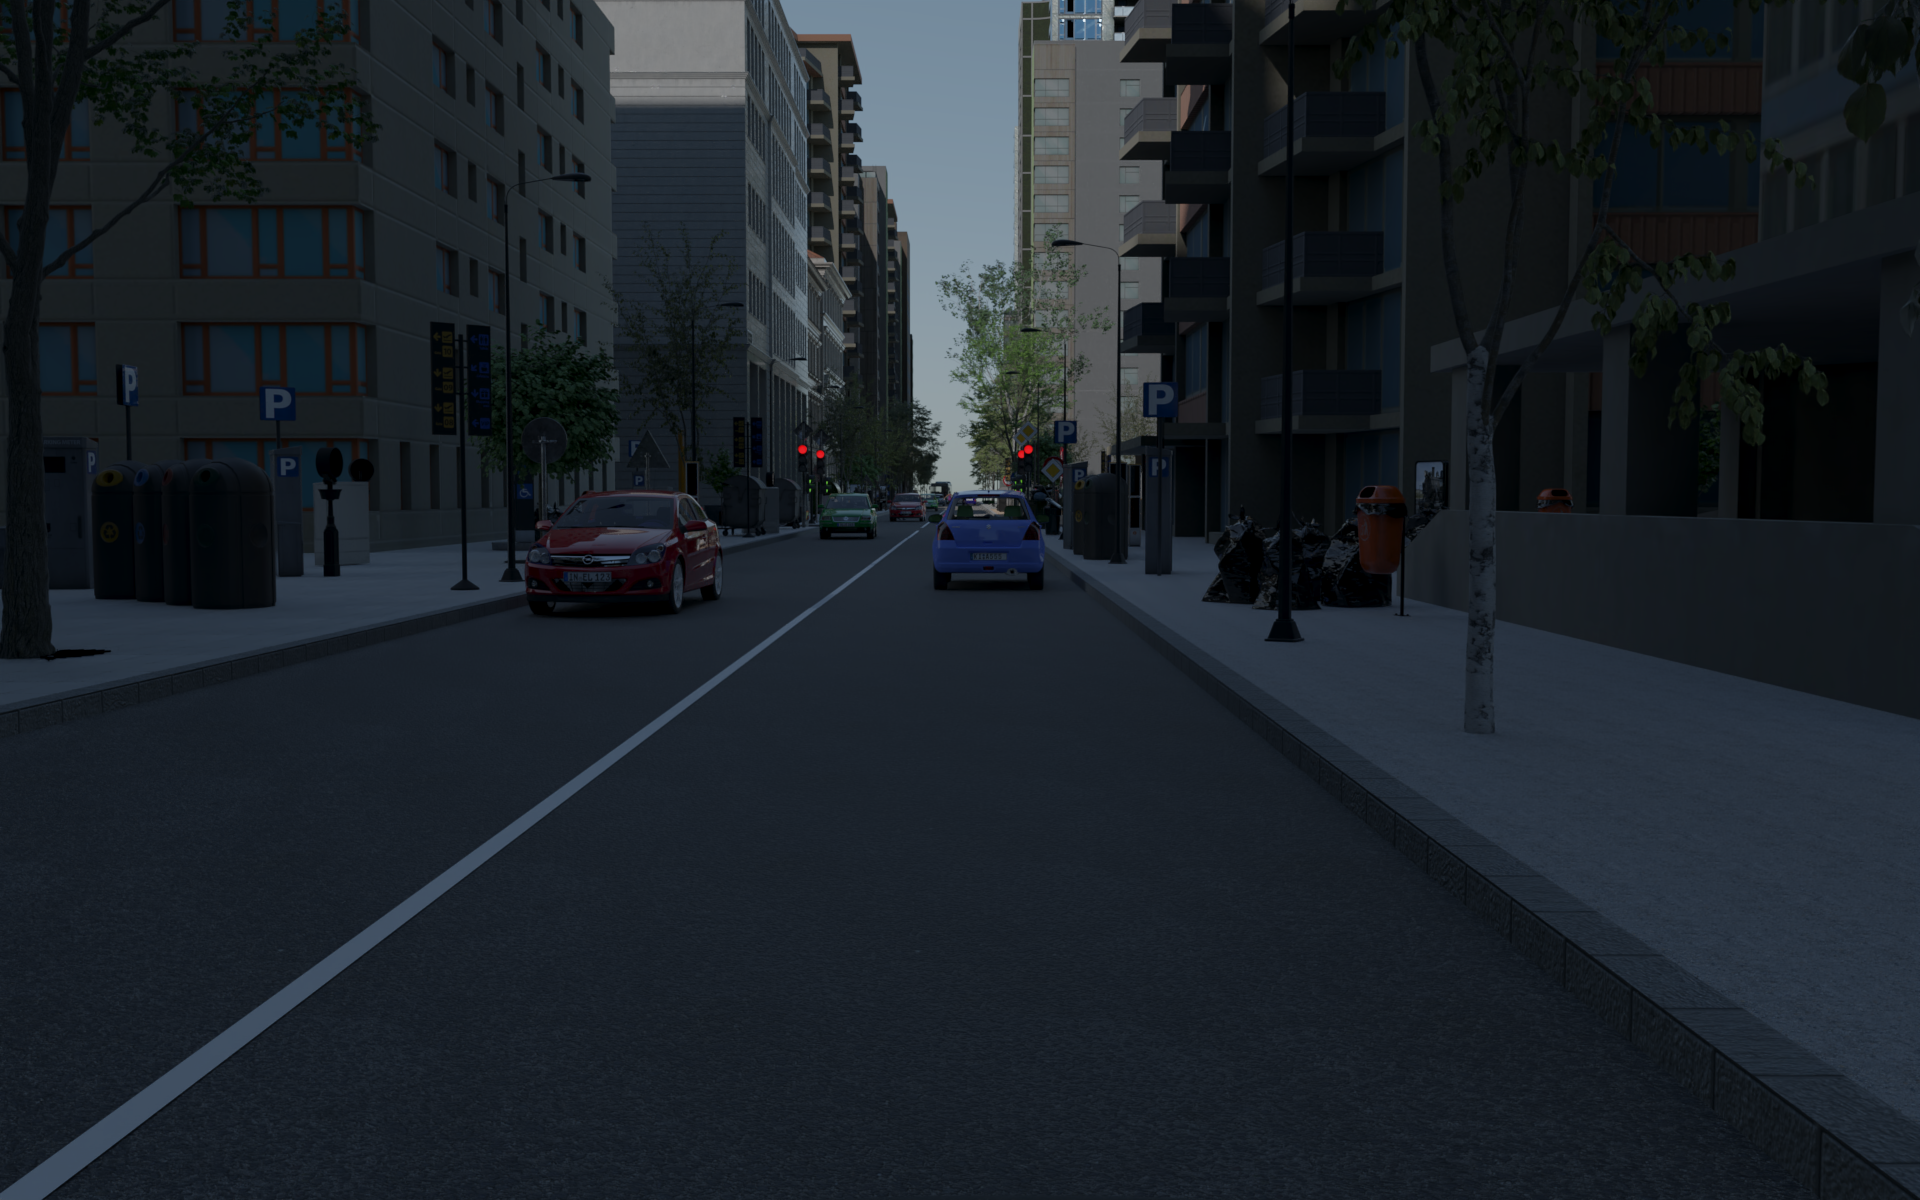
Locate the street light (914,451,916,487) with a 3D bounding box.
[{"bbox_3d":[-5.372,-12.991,184.951,1.470,5.913,1.316,0,4,0],"label":"street light"}]

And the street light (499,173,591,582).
[{"bbox_3d":[-6.028,-3.221,25.201,1.470,5.913,1.316,0,4,0],"label":"street light"}]

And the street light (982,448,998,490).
[{"bbox_3d":[2.886,-12.337,174.254,1.470,5.913,1.316,0,4,0],"label":"street light"}]

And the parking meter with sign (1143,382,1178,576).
[{"bbox_3d":[3.223,-1.933,27.864,0.543,3.016,1.738,0,4,7],"label":"parking meter with sign"}]

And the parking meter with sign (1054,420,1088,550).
[{"bbox_3d":[2.661,-2.690,40.242,0.543,3.016,1.738,-1,4,-11],"label":"parking meter with sign"}]

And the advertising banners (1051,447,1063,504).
[{"bbox_3d":[3.642,-4.202,64.888,0.090,3.025,2.074,-1,4,-8],"label":"advertising banners"}]

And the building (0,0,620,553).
[{"bbox_3d":[-27.283,-12.584,50.785,28.899,21.520,27.650,0,4,0],"label":"building"}]

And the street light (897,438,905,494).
[{"bbox_3d":[-5.505,-10.383,142.309,1.470,5.913,1.316,0,4,0],"label":"street light"}]

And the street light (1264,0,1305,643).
[{"bbox_3d":[2.294,-2.595,14.966,1.470,5.913,1.316,0,4,0],"label":"street light"}]

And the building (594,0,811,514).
[{"bbox_3d":[-14.770,-19.181,91.109,11.434,29.767,29.804,0,4,0],"label":"building"}]

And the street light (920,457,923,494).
[{"bbox_3d":[-5.318,-14.018,201.734,1.470,5.913,1.316,0,4,0],"label":"street light"}]

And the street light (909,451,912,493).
[{"bbox_3d":[-5.511,-11.965,168.168,1.470,5.913,1.316,0,4,0],"label":"street light"}]

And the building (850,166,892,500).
[{"bbox_3d":[-16.021,-32.179,209.728,14.154,41.232,14.086,0,4,0],"label":"building"}]

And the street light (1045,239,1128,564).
[{"bbox_3d":[2.368,-3.621,31.749,1.470,5.913,1.316,0,4,0],"label":"street light"}]

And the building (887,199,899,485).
[{"bbox_3d":[-20.187,-36.409,249.908,22.147,44.769,28.867,0,4,0],"label":"building"}]

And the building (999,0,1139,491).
[{"bbox_3d":[18.020,-59.883,291.764,22.319,86.520,31.000,0,4,0],"label":"building"}]

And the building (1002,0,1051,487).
[{"bbox_3d":[16.705,-49.768,251.961,20.563,71.187,20.611,0,4,0],"label":"building"}]

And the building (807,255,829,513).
[{"bbox_3d":[-14.806,-15.425,116.824,10.561,19.102,19.286,0,4,0],"label":"building"}]

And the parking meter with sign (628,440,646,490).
[{"bbox_3d":[-10.271,-3.608,55.252,0.543,3.016,1.738,-1,4,-12],"label":"parking meter with sign"}]

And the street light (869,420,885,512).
[{"bbox_3d":[-5.648,-8.324,108.631,1.470,5.913,1.316,0,4,0],"label":"street light"}]

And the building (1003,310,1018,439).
[{"bbox_3d":[13.721,-30.537,270.980,14.160,30.474,14.107,0,4,0],"label":"building"}]

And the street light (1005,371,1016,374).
[{"bbox_3d":[2.418,-5.692,65.604,1.470,5.913,1.316,0,4,0],"label":"street light"}]

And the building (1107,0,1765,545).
[{"bbox_3d":[16.026,-24.052,47.869,22.147,44.769,28.867,0,4,0],"label":"building"}]

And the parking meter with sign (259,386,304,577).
[{"bbox_3d":[-10.726,-1.911,27.499,0.543,3.016,1.738,-2,4,-27],"label":"parking meter with sign"}]

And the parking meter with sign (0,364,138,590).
[{"bbox_3d":[-12.081,-1.660,23.407,1.738,3.016,0.543,0,4,-6],"label":"parking meter with sign"}]

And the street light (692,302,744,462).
[{"bbox_3d":[-5.913,-4.247,41.984,1.470,5.913,1.316,0,4,0],"label":"street light"}]

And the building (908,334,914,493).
[{"bbox_3d":[-15.330,-32.369,300.932,14.160,30.474,14.107,0,4,0],"label":"building"}]

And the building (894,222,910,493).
[{"bbox_3d":[-15.343,-38.887,285.907,14.600,45.320,14.200,0,4,0],"label":"building"}]

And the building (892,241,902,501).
[{"bbox_3d":[-16.396,-35.983,271.920,14.154,41.232,14.086,0,4,0],"label":"building"}]

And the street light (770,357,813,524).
[{"bbox_3d":[-5.888,-5.283,58.912,1.470,5.913,1.316,0,4,0],"label":"street light"}]

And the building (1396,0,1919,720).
[{"bbox_3d":[21.582,-19.678,13.619,32.217,40.220,23.993,0,4,0],"label":"building"}]

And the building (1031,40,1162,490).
[{"bbox_3d":[13.553,-29.149,160.176,14.154,41.232,14.086,0,4,0],"label":"building"}]

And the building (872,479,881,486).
[{"bbox_3d":[-25.149,-30.514,190.792,32.217,40.220,23.993,0,4,0],"label":"building"}]

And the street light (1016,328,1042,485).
[{"bbox_3d":[2.396,-4.649,48.545,1.470,5.913,1.316,0,4,0],"label":"street light"}]

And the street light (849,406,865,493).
[{"bbox_3d":[-5.767,-7.297,91.848,1.470,5.913,1.316,0,4,0],"label":"street light"}]

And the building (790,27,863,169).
[{"bbox_3d":[-20.591,-31.121,163.446,22.147,44.769,28.867,0,4,0],"label":"building"}]

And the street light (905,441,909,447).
[{"bbox_3d":[-5.434,-10.938,151.384,1.470,5.913,1.316,0,4,0],"label":"street light"}]

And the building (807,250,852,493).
[{"bbox_3d":[-15.018,-18.394,136.900,11.583,22.565,21.152,0,4,0],"label":"building"}]

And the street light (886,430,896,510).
[{"bbox_3d":[-5.557,-9.350,125.414,1.470,5.913,1.316,0,4,0],"label":"street light"}]

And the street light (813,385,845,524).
[{"bbox_3d":[-5.830,-6.216,74.180,1.470,5.913,1.316,0,4,0],"label":"street light"}]

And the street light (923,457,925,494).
[{"bbox_3d":[-5.158,-16.028,234.592,1.470,5.913,1.316,0,4,0],"label":"street light"}]
